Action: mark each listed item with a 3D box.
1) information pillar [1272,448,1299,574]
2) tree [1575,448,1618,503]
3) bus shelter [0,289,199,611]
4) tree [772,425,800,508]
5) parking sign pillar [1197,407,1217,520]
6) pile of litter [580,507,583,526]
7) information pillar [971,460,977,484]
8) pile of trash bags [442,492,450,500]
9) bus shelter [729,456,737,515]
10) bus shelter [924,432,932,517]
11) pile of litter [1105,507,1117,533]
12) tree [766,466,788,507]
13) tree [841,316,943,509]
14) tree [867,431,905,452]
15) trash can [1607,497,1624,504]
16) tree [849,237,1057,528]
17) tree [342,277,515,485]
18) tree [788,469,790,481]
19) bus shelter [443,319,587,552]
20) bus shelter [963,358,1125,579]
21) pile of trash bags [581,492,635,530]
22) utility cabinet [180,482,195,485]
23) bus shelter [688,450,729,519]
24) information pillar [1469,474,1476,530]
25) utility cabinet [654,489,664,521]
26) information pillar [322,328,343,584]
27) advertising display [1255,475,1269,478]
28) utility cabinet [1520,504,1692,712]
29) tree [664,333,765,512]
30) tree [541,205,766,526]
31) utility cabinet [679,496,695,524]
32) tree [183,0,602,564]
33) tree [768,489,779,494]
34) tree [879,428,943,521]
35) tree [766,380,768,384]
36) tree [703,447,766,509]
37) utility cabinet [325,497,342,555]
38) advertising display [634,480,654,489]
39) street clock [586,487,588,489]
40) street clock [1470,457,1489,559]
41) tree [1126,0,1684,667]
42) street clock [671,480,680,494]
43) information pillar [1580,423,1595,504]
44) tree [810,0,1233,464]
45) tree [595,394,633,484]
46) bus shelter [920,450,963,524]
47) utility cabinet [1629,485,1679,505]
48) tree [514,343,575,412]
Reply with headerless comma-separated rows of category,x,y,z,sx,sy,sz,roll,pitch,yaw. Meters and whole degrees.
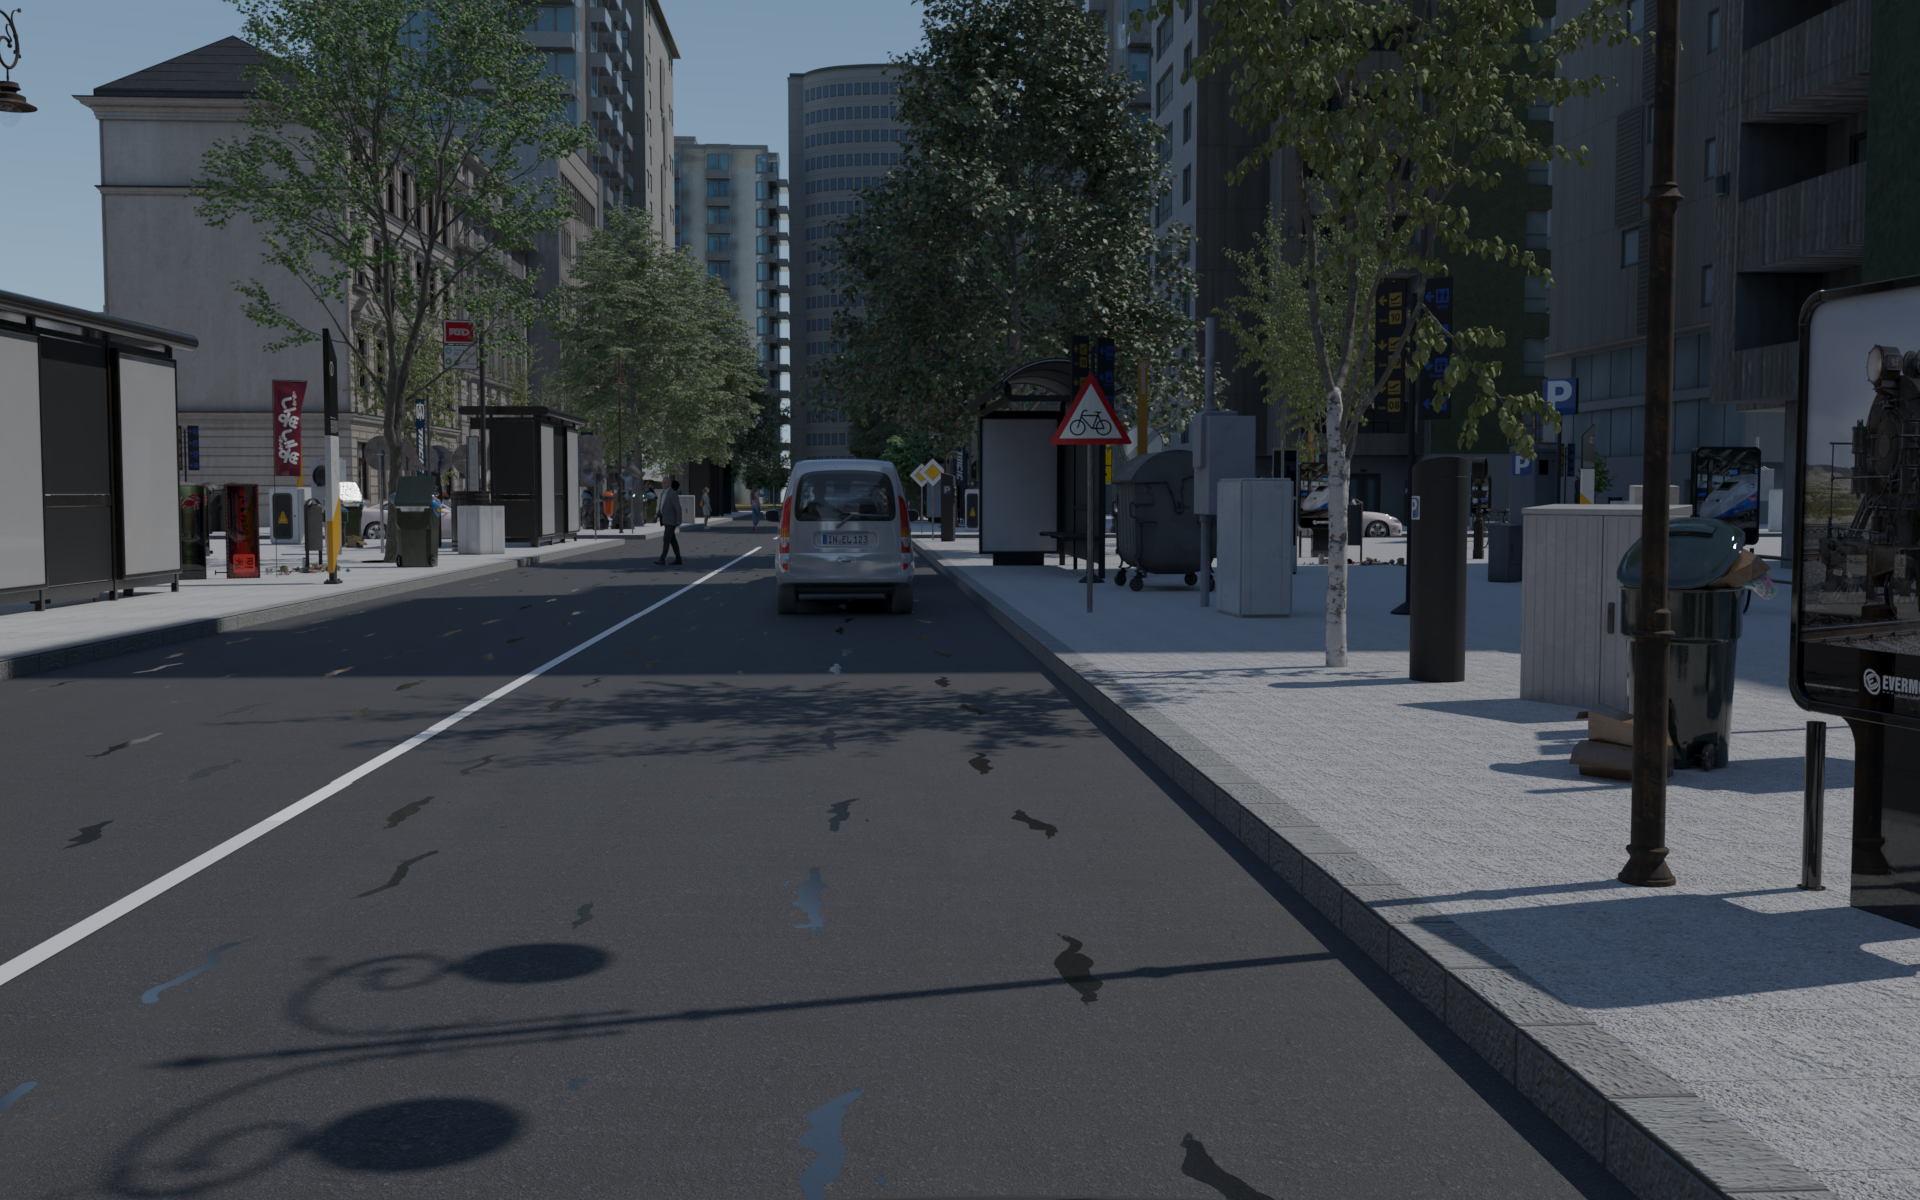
information pillar,5.197,-1.420,27.707,0.304,2.012,0.304,-1,4,-21
tree,26.432,-4.716,71.705,1.663,3.219,1.824,0,3,0
bus shelter,-10.792,-2.486,18.280,2.179,5.291,8.768,0,4,-3
tree,-17.391,-13.050,163.735,4.737,8.622,4.395,0,3,0
parking sign pillar,7.124,-3.669,48.460,1.447,3.967,1.447,-3,5,-43
pile of litter,-15.454,-3.427,69.989,1.176,0.858,1.719,2,4,25
information pillar,0.920,-7.769,118.371,0.504,3.616,0.183,0,4,1
pile of trash bags,-19.221,-3.552,67.830,3.447,1.369,1.912,2,4,24
bus shelter,-14.639,-6.972,105.274,1.731,3.624,6.357,0,4,-3
bus shelter,-1.952,-7.193,95.235,2.179,5.291,8.768,0,4,-3
pile of litter,5.378,-2.630,56.965,1.176,0.858,1.719,-1,4,-9
tree,-17.971,-10.309,152.262,4.285,4.588,4.351,0,3,0
tree,-3.451,-12.332,108.287,9.857,13.997,8.962,0,3,0
tree,-6.087,-12.340,152.124,4.360,8.622,3.978,0,3,0
trash can,30.350,-4.195,80.249,0.748,1.137,0.748,0,3,0
tree,-0.159,-8.612,66.569,9.928,11.665,9.643,0,3,0
tree,-18.070,-6.542,57.324,4.737,8.622,4.395,0,3,0
tree,-18.161,-11.424,170.494,4.285,4.588,4.351,0,3,0
bus shelter,-10.942,-3.974,42.600,2.179,5.291,8.768,0,4,-3
bus shelter,1.280,-2.117,28.539,2.014,3.302,5.546,0,4,-4
pile of trash bags,-13.031,-3.323,64.076,1.912,1.369,3.447,-1,4,-12
utility cabinet,-13.931,-1.373,31.126,0.318,1.500,1.173,-2,4,-29
bus shelter,-13.689,-6.226,93.079,1.731,3.624,6.357,0,4,-4
information pillar,18.473,-3.523,62.090,0.304,2.012,0.304,0,4,-2
utility cabinet,-14.539,-4.575,83.488,1.173,1.500,0.318,-2,4,-28
information pillar,-8.967,-2.041,24.726,0.183,3.616,0.504,0,4,-7
advertising display,10.161,-3.335,59.738,0.974,1.923,0.123,2,4,26
utility cabinet,3.850,0.046,10.408,0.306,1.237,1.020,-2,4,-29
tree,-16.244,-12.566,122.455,9.611,12.733,9.660,0,3,0
tree,-13.246,-9.229,69.028,7.486,12.596,7.792,0,3,0
utility cabinet,-12.036,-3.915,75.168,1.020,1.237,0.306,0,4,-1
tree,-10.437,-6.494,31.934,9.928,11.665,9.643,0,3,0
tree,-19.426,-11.335,179.927,1.663,3.219,1.824,0,3,0
tree,-2.288,-6.098,83.411,4.285,4.588,4.351,0,3,0
tree,-12.910,-10.139,83.900,7.486,12.596,7.792,0,3,0
tree,-15.748,-7.868,112.350,4.285,4.588,4.351,0,3,0
utility cabinet,-13.386,-1.582,37.024,0.306,1.237,1.020,-1,4,-22
advertising display,-14.025,-4.375,76.749,0.974,1.923,0.123,-2,4,-31
street clock,-20.031,-5.467,93.959,0.471,2.002,0.358,1,4,9
street clock,10.240,-1.810,34.158,0.358,2.002,0.471,2,4,28
tree,2.875,-3.795,12.408,4.737,8.622,4.395,0,3,0
street clock,-15.089,-5.338,91.841,0.471,2.002,0.358,-1,4,-10
information pillar,20.786,-4.036,57.338,0.504,3.616,0.183,-1,4,-17
tree,1.118,-7.366,37.440,9.611,12.733,9.660,0,3,0
tree,-22.483,-9.927,112.674,4.360,8.622,3.978,0,3,0
bus shelter,-0.597,-4.892,73.912,2.014,3.302,5.546,0,4,-3
utility cabinet,17.520,-2.143,43.722,1.173,1.500,0.318,0,4,-7
tree,-20.775,-8.133,83.333,4.737,8.622,4.395,0,3,0
